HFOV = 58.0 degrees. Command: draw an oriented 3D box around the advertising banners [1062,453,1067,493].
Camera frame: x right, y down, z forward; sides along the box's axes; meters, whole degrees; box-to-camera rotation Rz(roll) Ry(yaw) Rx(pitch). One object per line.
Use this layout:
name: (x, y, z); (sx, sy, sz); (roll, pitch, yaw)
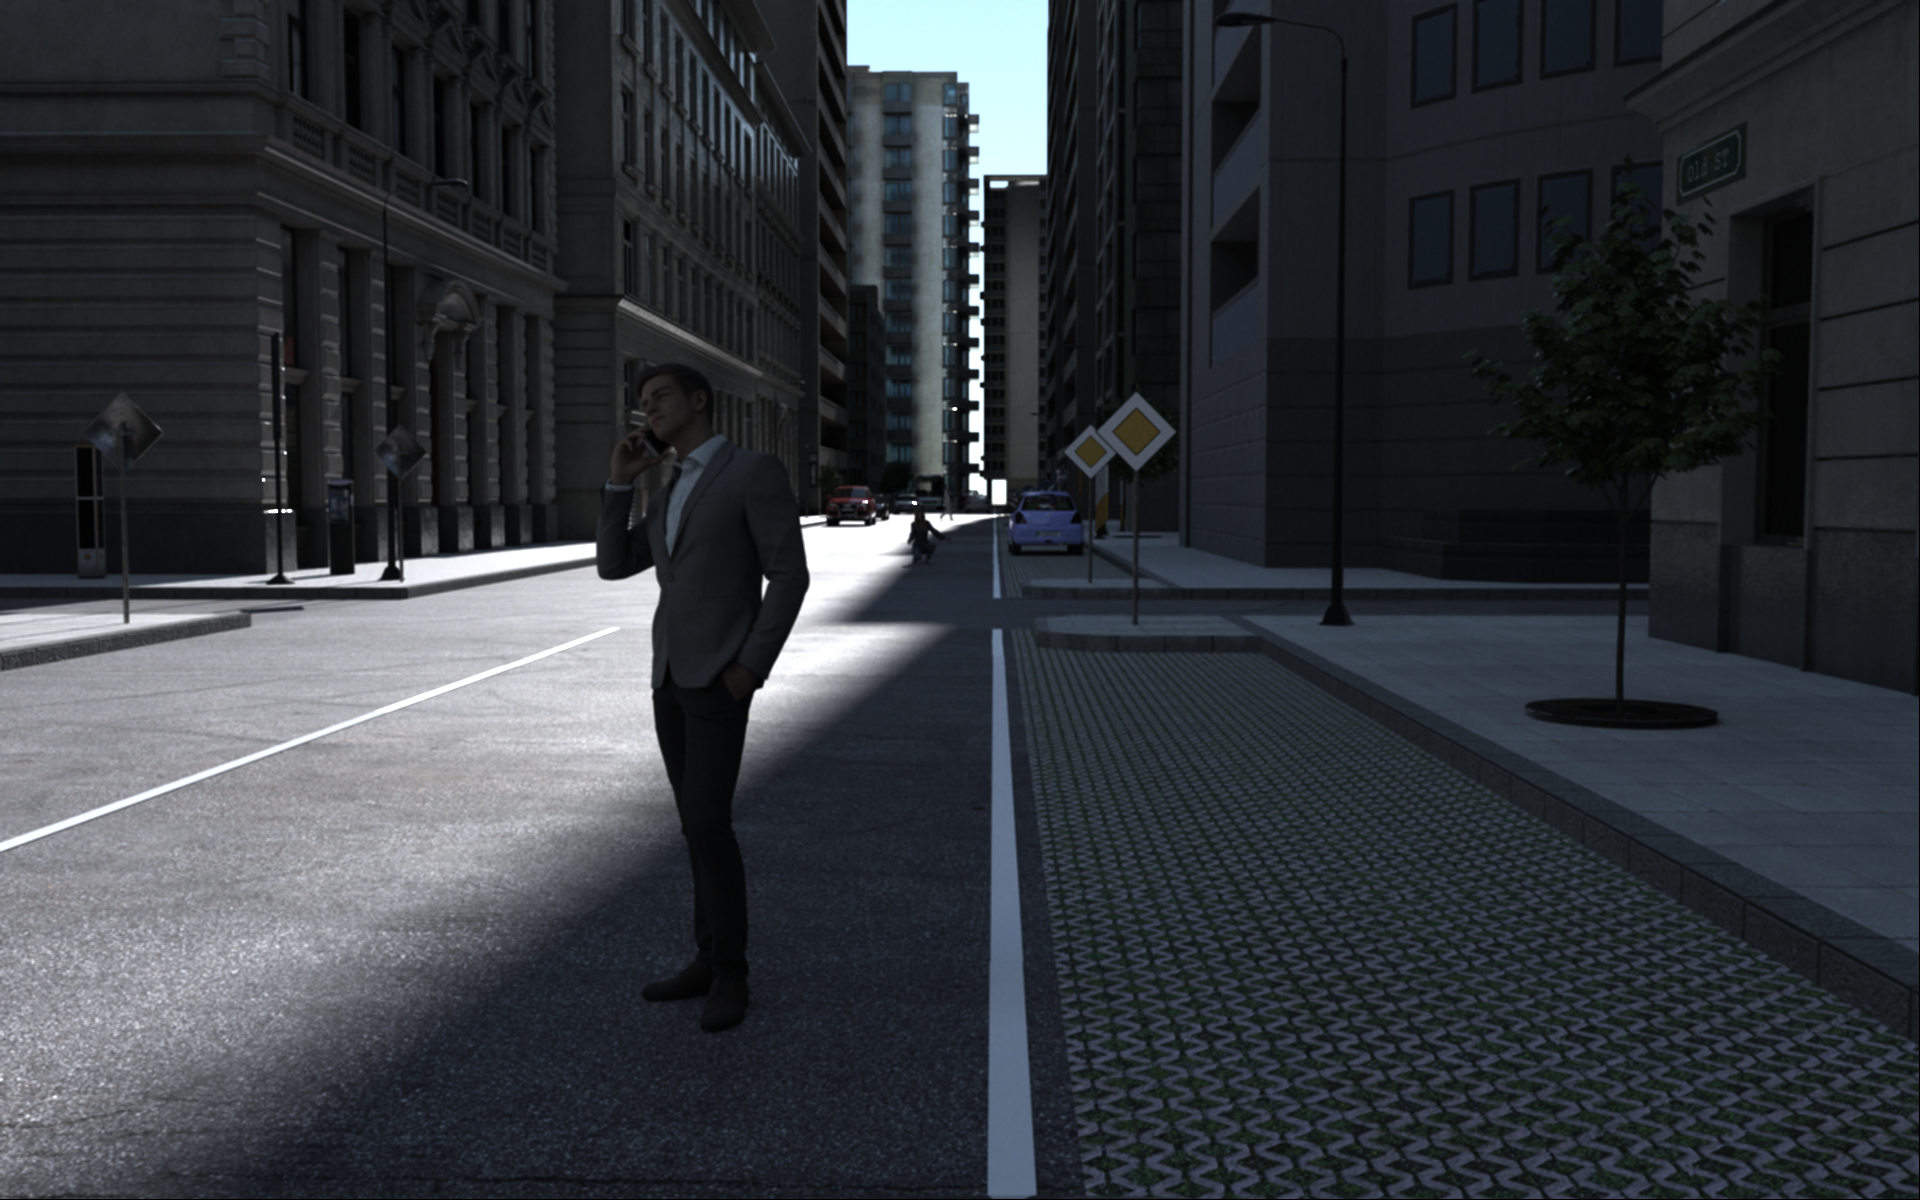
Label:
advertising banners: (4.456, -4.748, 73.815); (0.090, 3.025, 2.074); (0, 4, -1)

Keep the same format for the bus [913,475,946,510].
bus: (-2.749, -9.966, 157.803); (2.948, 3.499, 13.247); (0, 4, -1)

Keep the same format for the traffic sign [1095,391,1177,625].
traffic sign: (1.717, -0.812, 16.927); (0.795, 2.450, 0.064); (0, 4, 1)

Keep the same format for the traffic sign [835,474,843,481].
traffic sign: (-6.820, -5.791, 95.864); (0.795, 2.450, 0.064); (0, 4, 2)

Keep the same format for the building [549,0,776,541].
building: (-16.348, -13.938, 61.166); (16.112, 22.955, 30.059); (0, 4, 1)

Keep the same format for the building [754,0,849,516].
building: (-18.716, -29.801, 110.941); (21.300, 48.544, 21.600); (0, 4, 1)

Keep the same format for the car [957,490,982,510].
car: (0.891, -9.085, 157.220); (2.281, 1.827, 5.304); (0, 4, 2)

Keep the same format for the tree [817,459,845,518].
tree: (-7.037, -6.111, 94.521); (1.663, 3.219, 1.824); (0, 3, 0)

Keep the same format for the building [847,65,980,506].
building: (-12.991, -35.275, 196.361); (30.456, 49.044, 23.786); (0, 4, 1)

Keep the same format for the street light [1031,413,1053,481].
street light: (4.754, -7.751, 99.272); (1.470, 5.913, 1.316); (0, 4, 1)

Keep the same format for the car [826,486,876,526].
car: (-4.969, -4.341, 79.647); (2.281, 1.827, 5.304); (0, 4, 1)

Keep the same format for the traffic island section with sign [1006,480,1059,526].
traffic island section with sign: (2.400, -2.542, 50.194); (1.989, 1.847, 2.006); (0, 4, 1)

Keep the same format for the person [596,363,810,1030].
person: (-0.729, 0.234, 4.850); (0.473, 1.802, 0.592); (-2, 4, -32)

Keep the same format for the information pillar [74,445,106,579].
information pillar: (-13.165, -1.328, 26.212); (0.304, 2.012, 0.304); (0, 4, -5)

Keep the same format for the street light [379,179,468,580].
street light: (-7.964, -3.253, 25.734); (1.470, 5.913, 1.316); (0, 4, 1)

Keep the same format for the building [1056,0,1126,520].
building: (15.644, -39.748, 88.127); (20.563, 71.187, 20.611); (0, 4, 1)

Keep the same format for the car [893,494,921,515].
car: (-3.740, -6.784, 122.921); (2.014, 1.417, 4.499); (0, 4, 3)

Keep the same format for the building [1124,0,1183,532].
building: (12.993, -17.884, 64.105); (14.160, 30.474, 14.107); (0, 4, 1)

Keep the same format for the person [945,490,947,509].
person: (-1.302, -9.999, 171.981); (0.705, 1.824, 1.348); (2, 4, 27)

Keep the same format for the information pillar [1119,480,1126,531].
information pillar: (5.635, -4.186, 59.790); (0.183, 3.616, 0.504); (1, 4, 20)

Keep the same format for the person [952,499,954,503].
person: (-0.908, -8.211, 146.004); (1.065, 1.426, 0.557); (3, 5, 40)

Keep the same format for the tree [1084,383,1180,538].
tree: (5.237, -4.137, 51.361); (4.285, 4.588, 4.351); (0, 3, 0)

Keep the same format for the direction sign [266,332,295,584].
direction sign: (-9.718, -1.998, 24.667); (0.379, 3.537, 0.876); (-2, 4, -26)

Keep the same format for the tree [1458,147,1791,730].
tree: (3.651, -0.931, 9.829); (1.663, 3.219, 1.824); (0, 3, 0)

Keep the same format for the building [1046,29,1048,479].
building: (15.719, -31.603, 166.820); (14.600, 45.320, 14.200); (0, 4, 1)

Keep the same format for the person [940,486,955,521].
person: (-0.685, -5.190, 93.232); (0.818, 1.842, 0.514); (1, 4, 15)

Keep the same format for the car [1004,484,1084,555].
car: (2.026, -1.952, 41.508); (1.945, 1.707, 3.694); (0, 4, 0)

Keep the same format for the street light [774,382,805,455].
street light: (-7.106, -6.069, 71.762); (1.470, 5.913, 1.316); (0, 4, 1)

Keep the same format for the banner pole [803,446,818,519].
banner pole: (-7.740, -6.103, 89.805); (0.863, 3.779, 0.401); (1, 4, 23)

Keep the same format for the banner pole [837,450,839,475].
banner pole: (-6.953, -6.644, 98.646); (0.401, 3.779, 0.863); (0, 4, 2)

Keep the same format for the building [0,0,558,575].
building: (-15.644, -12.679, 36.177); (11.050, 23.489, 19.941); (0, 4, 1)

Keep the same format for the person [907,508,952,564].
person: (-0.672, -1.326, 35.680); (1.012, 1.151, 0.738); (-1, 4, -14)

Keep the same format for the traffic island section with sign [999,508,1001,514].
traffic island section with sign: (3.925, -7.223, 126.722); (1.989, 1.847, 2.006); (0, 4, 1)

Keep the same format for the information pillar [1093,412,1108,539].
information pillar: (4.034, -3.546, 49.326); (0.183, 3.616, 0.504); (-2, 4, -34)

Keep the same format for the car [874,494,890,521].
car: (-4.822, -5.197, 94.754); (2.009, 1.686, 4.222); (0, 4, 1)

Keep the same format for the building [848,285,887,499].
building: (-22.142, -19.367, 161.687); (28.899, 21.520, 27.650); (0, 4, 1)

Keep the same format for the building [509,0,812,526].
building: (-13.867, -15.735, 86.150); (11.050, 23.489, 19.941); (0, 4, 1)

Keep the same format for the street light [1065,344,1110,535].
street light: (3.948, -4.971, 53.822); (1.470, 5.913, 1.316); (0, 4, 1)

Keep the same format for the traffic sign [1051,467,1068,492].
traffic sign: (4.724, -5.024, 82.248); (0.768, 2.556, 0.104); (1, 4, 9)

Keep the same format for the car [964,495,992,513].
car: (1.339, -7.169, 129.578); (2.083, 1.381, 4.827); (0, 4, 1)

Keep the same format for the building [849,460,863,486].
building: (-18.016, -42.390, 131.330); (20.563, 71.187, 20.611); (0, 4, 1)

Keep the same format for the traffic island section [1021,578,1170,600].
traffic island section: (1.898, -0.166, 24.987); (2.009, 0.180, 2.903); (0, 4, 1)

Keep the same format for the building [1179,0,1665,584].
building: (19.370, -29.998, 32.460); (28.212, 58.520, 21.231); (0, 4, 1)

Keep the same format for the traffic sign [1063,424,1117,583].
traffic sign: (1.874, -1.301, 24.910); (0.795, 2.450, 0.064); (0, 4, 1)

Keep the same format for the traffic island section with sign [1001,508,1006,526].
traffic island section with sign: (2.941, -4.191, 77.144); (1.989, 1.847, 2.006); (0, 4, 1)

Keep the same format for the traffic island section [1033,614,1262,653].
traffic island section: (1.740, 0.323, 17.004); (2.009, 0.180, 2.903); (0, 4, 1)

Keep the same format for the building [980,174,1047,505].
building: (14.305, -31.049, 199.524); (23.993, 40.220, 32.217); (0, 4, 1)

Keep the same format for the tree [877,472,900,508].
tree: (-6.357, -9.927, 156.902); (1.663, 3.219, 1.824); (0, 3, 0)

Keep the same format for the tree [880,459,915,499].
tree: (-5.890, -11.016, 163.821); (4.285, 4.588, 4.351); (0, 3, 0)

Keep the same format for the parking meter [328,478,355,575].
parking meter: (-9.888, -1.179, 27.686); (0.372, 1.533, 0.369); (0, 3, 0)

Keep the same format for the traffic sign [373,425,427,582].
traffic sign: (-8.117, -1.314, 25.128); (0.795, 2.450, 0.064); (0, 4, 1)

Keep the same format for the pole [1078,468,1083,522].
pole: (4.999, -4.771, 71.847); (0.158, 3.312, 0.155); (0, 3, 0)

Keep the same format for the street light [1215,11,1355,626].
street light: (3.161, -2.710, 16.849); (1.470, 5.913, 1.316); (0, 4, 1)

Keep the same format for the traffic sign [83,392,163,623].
traffic sign: (-8.275, -0.826, 17.144); (0.795, 2.450, 0.064); (0, 4, 1)

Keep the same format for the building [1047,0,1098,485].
building: (17.736, -31.190, 133.665); (21.300, 48.544, 21.600); (0, 4, 1)
